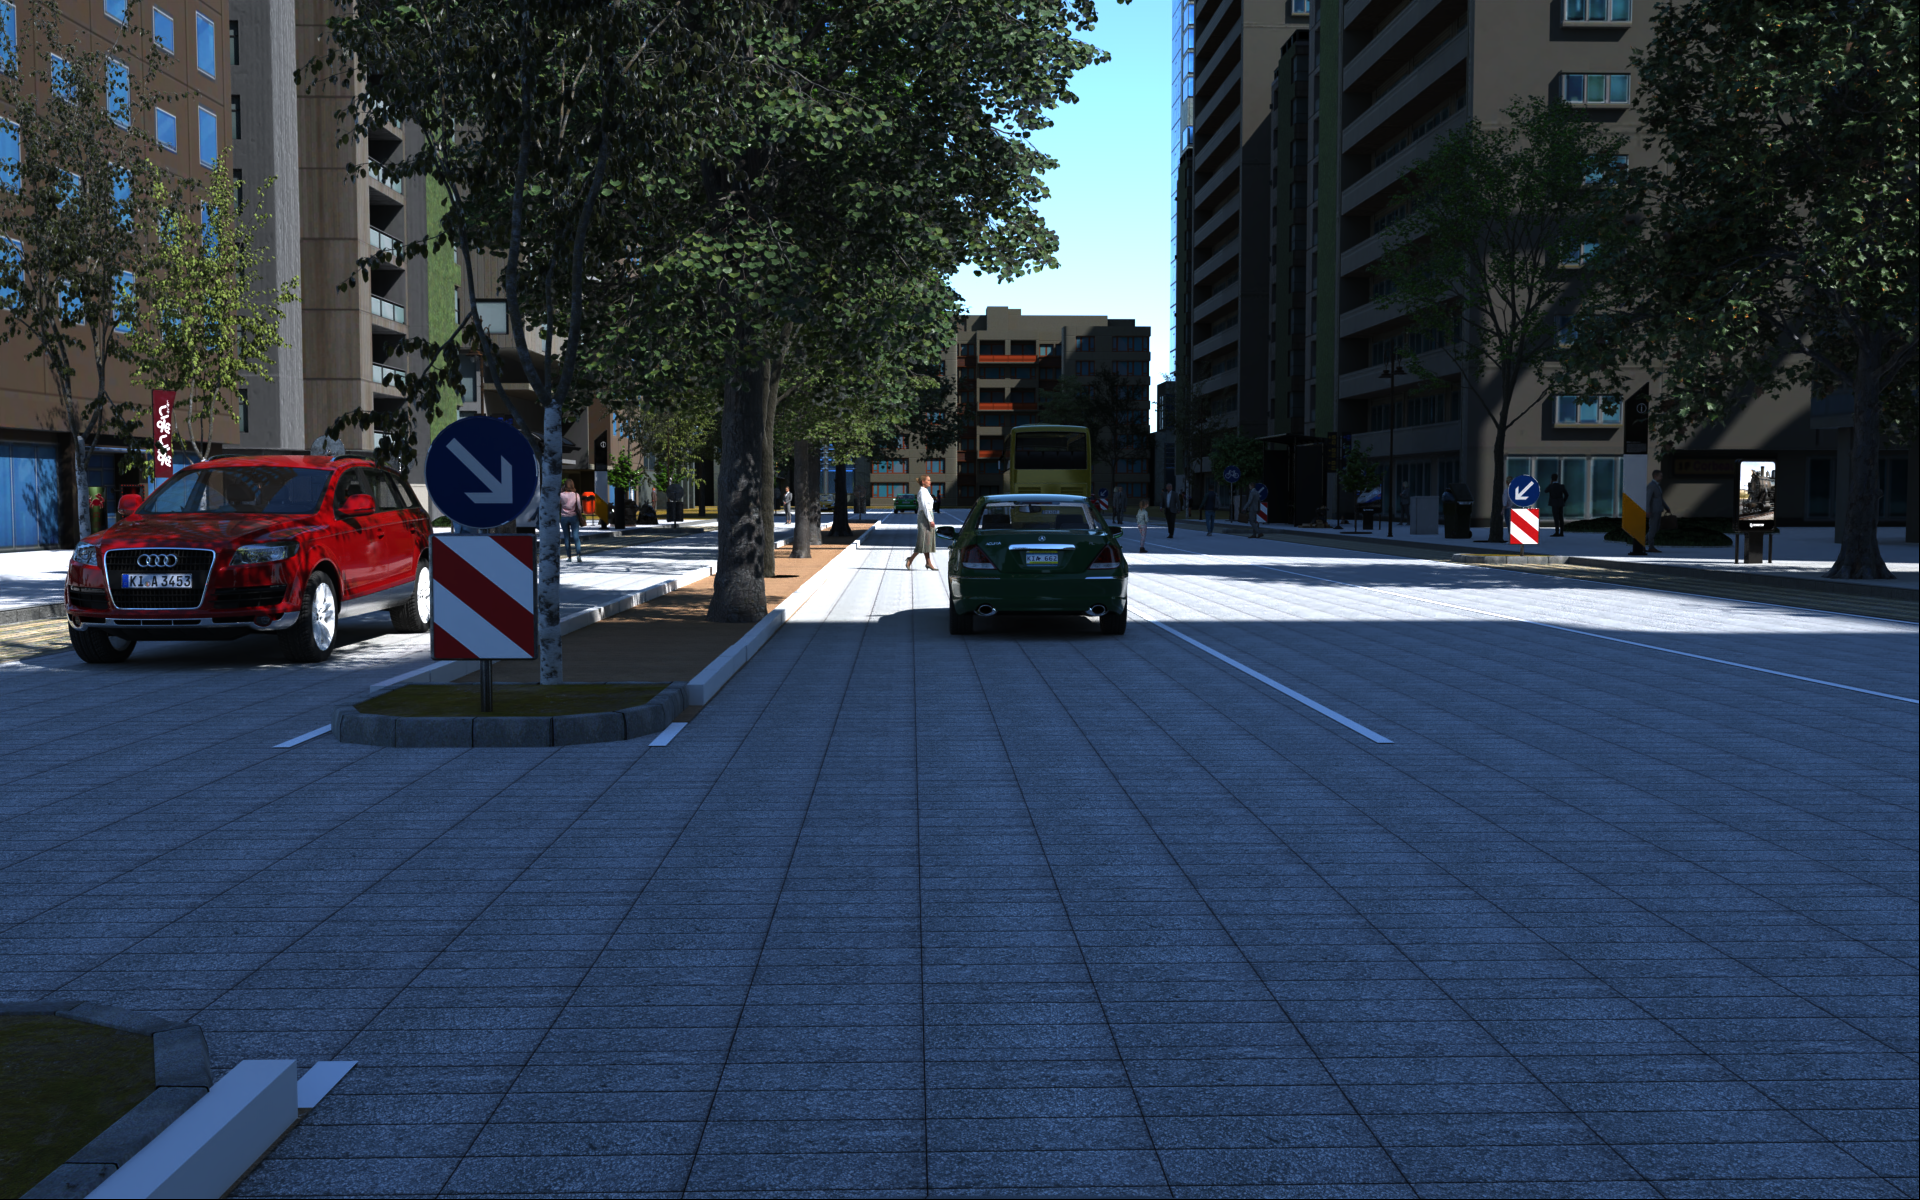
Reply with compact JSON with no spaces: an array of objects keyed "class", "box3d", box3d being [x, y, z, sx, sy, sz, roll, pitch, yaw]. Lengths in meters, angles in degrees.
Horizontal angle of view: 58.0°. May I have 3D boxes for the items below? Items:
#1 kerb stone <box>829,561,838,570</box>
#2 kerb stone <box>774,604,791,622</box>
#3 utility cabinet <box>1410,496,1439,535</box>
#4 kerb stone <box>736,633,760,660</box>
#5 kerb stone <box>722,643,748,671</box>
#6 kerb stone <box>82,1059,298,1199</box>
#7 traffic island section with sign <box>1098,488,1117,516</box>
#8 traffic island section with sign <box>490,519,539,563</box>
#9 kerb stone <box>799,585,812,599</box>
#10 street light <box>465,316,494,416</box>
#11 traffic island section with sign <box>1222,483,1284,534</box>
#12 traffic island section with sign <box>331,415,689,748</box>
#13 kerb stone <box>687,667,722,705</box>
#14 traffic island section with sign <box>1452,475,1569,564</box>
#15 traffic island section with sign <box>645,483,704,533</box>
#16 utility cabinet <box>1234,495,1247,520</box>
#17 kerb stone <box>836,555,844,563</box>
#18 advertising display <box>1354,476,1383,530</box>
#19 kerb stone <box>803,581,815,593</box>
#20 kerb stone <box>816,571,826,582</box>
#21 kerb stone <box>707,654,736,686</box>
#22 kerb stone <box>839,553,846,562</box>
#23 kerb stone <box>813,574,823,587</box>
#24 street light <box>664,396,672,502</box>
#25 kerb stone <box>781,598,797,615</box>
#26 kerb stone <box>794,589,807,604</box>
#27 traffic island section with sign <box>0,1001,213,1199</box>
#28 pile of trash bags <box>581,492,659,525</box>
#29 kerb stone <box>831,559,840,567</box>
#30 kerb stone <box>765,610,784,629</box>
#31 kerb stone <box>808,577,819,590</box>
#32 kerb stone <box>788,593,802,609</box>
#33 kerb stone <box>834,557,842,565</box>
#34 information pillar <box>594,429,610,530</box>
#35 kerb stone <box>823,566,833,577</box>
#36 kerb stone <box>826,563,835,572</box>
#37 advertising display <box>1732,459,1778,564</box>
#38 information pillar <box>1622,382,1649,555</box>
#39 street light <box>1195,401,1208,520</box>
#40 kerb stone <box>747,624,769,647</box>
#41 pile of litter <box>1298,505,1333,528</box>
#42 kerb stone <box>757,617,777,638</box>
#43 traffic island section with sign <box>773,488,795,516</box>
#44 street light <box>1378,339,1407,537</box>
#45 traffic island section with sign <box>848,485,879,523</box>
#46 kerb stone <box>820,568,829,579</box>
[{"class":"kerb stone","box3d":[-2.364,-0.574,31.619,0.120,0.150,1.000,0,4,-2]},{"class":"kerb stone","box3d":[-2.011,0.176,19.317,0.120,0.150,1.000,0,4,-2]},{"class":"utility cabinet","box3d":[14.736,-2.680,54.982,1.020,1.237,0.306,-2,4,-33]},{"class":"kerb stone","box3d":[-1.883,0.428,15.225,0.120,0.150,1.000,0,4,-2]},{"class":"kerb stone","box3d":[-1.863,0.489,14.203,0.120,0.150,1.000,0,4,-2]},{"class":"kerb stone","box3d":[-1.556,1.151,3.447,0.120,0.150,1.000,0,4,-2]},{"class":"traffic island section with sign","box3d":[9.185,-6.397,113.218,1.989,1.847,2.006,0,4,-2]},{"class":"traffic island section with sign","box3d":[-9.721,-1.701,36.443,1.989,1.847,2.006,0,4,-2]},{"class":"kerb stone","box3d":[-2.126,-0.071,23.411,0.120,0.150,1.000,0,4,-2]},{"class":"street light","box3d":[-12.401,-4.417,45.006,0.468,5.910,1.993,0,4,-2]},{"class":"traffic island section with sign","box3d":[10.639,-3.336,63.170,1.989,1.847,2.006,0,4,-2]},{"class":"traffic island section with sign","box3d":[-2.798,-0.159,10.736,2.006,1.907,1.989,0,4,-2]},{"class":"kerb stone","box3d":[-1.800,0.614,12.156,0.120,0.150,1.000,0,4,-2]},{"class":"traffic island section with sign","box3d":[11.417,-1.688,36.226,1.989,1.847,2.006,0,4,-2]},{"class":"traffic island section with sign","box3d":[-10.511,-3.381,63.903,1.989,1.847,2.006,0,4,-2]},{"class":"utility cabinet","box3d":[13.782,-4.526,85.155,0.306,1.237,1.020,-1,4,-10]},{"class":"kerb stone","box3d":[-2.454,-0.764,34.687,0.120,0.150,1.000,0,4,-2]},{"class":"advertising display","box3d":[14.704,-3.497,62.381,0.974,1.923,0.123,0,4,8]},{"class":"kerb stone","box3d":[-2.164,-0.137,24.437,0.120,0.150,1.000,0,4,-2]},{"class":"kerb stone","box3d":[-2.249,-0.326,27.521,0.120,0.150,1.000,0,4,-2]},{"class":"kerb stone","box3d":[-1.834,0.552,13.178,0.120,0.150,1.000,0,4,-2]},{"class":"kerb stone","box3d":[-2.483,-0.827,35.709,0.120,0.150,1.000,0,4,-2]},{"class":"kerb stone","box3d":[-2.217,-0.263,26.489,0.120,0.150,1.000,0,4,-2]},{"class":"street light","box3d":[-13.272,-6.486,78.828,0.468,5.910,1.993,0,4,-2]},{"class":"kerb stone","box3d":[-2.041,0.113,20.344,0.120,0.150,1.000,0,4,-2]},{"class":"kerb stone","box3d":[-2.100,-0.012,22.389,0.120,0.150,1.000,0,4,-2]},{"class":"traffic island section with sign","box3d":[-2.593,0.294,3.332,2.006,1.907,1.989,0,4,-2]},{"class":"pile of trash bags","box3d":[-14.320,-3.809,72.037,1.912,1.369,3.447,3,4,38]},{"class":"kerb stone","box3d":[-2.394,-0.639,32.644,0.120,0.150,1.000,0,4,-2]},{"class":"kerb stone","box3d":[-1.988,0.239,18.294,0.120,0.150,1.000,0,4,-2]},{"class":"kerb stone","box3d":[-2.190,-0.200,25.459,0.120,0.150,1.000,0,4,-2]},{"class":"kerb stone","box3d":[-2.073,0.053,21.366,0.120,0.150,1.000,0,4,-2]},{"class":"kerb stone","box3d":[-2.428,-0.702,33.665,0.120,0.150,1.000,0,4,-2]},{"class":"information pillar","box3d":[-12.947,-4.353,62.531,0.504,3.616,0.183,-3,4,-37]},{"class":"kerb stone","box3d":[-2.301,-0.448,29.576,0.120,0.150,1.000,0,4,-2]},{"class":"kerb stone","box3d":[-2.334,-0.514,30.597,0.120,0.150,1.000,0,4,-2]},{"class":"advertising display","box3d":[14.655,-1.635,31.941,0.974,1.923,0.123,-2,4,-24]},{"class":"information pillar","box3d":[14.123,-2.742,36.193,0.504,3.616,0.183,0,4,-1]},{"class":"street light","box3d":[11.972,-6.920,85.930,0.468,5.910,1.993,0,4,-2]},{"class":"kerb stone","box3d":[-1.918,0.365,16.250,0.120,0.150,1.000,0,4,-2]},{"class":"pile of litter","box3d":[13.485,-3.152,65.499,1.176,0.858,1.719,-1,4,-10]},{"class":"kerb stone","box3d":[-1.952,0.301,17.272,0.120,0.150,1.000,0,4,-2]},{"class":"traffic island section with sign","box3d":[-11.932,-6.360,112.618,1.989,1.847,2.006,0,4,-2]},{"class":"street light","box3d":[12.914,-4.834,51.818,0.468,5.910,1.993,0,4,-2]},{"class":"traffic island section with sign","box3d":[-4.982,-4.753,85.843,2.006,1.907,1.989,0,4,-2]},{"class":"kerb stone","box3d":[-2.283,-0.383,28.553,0.120,0.150,1.000,0,4,-2]}]
